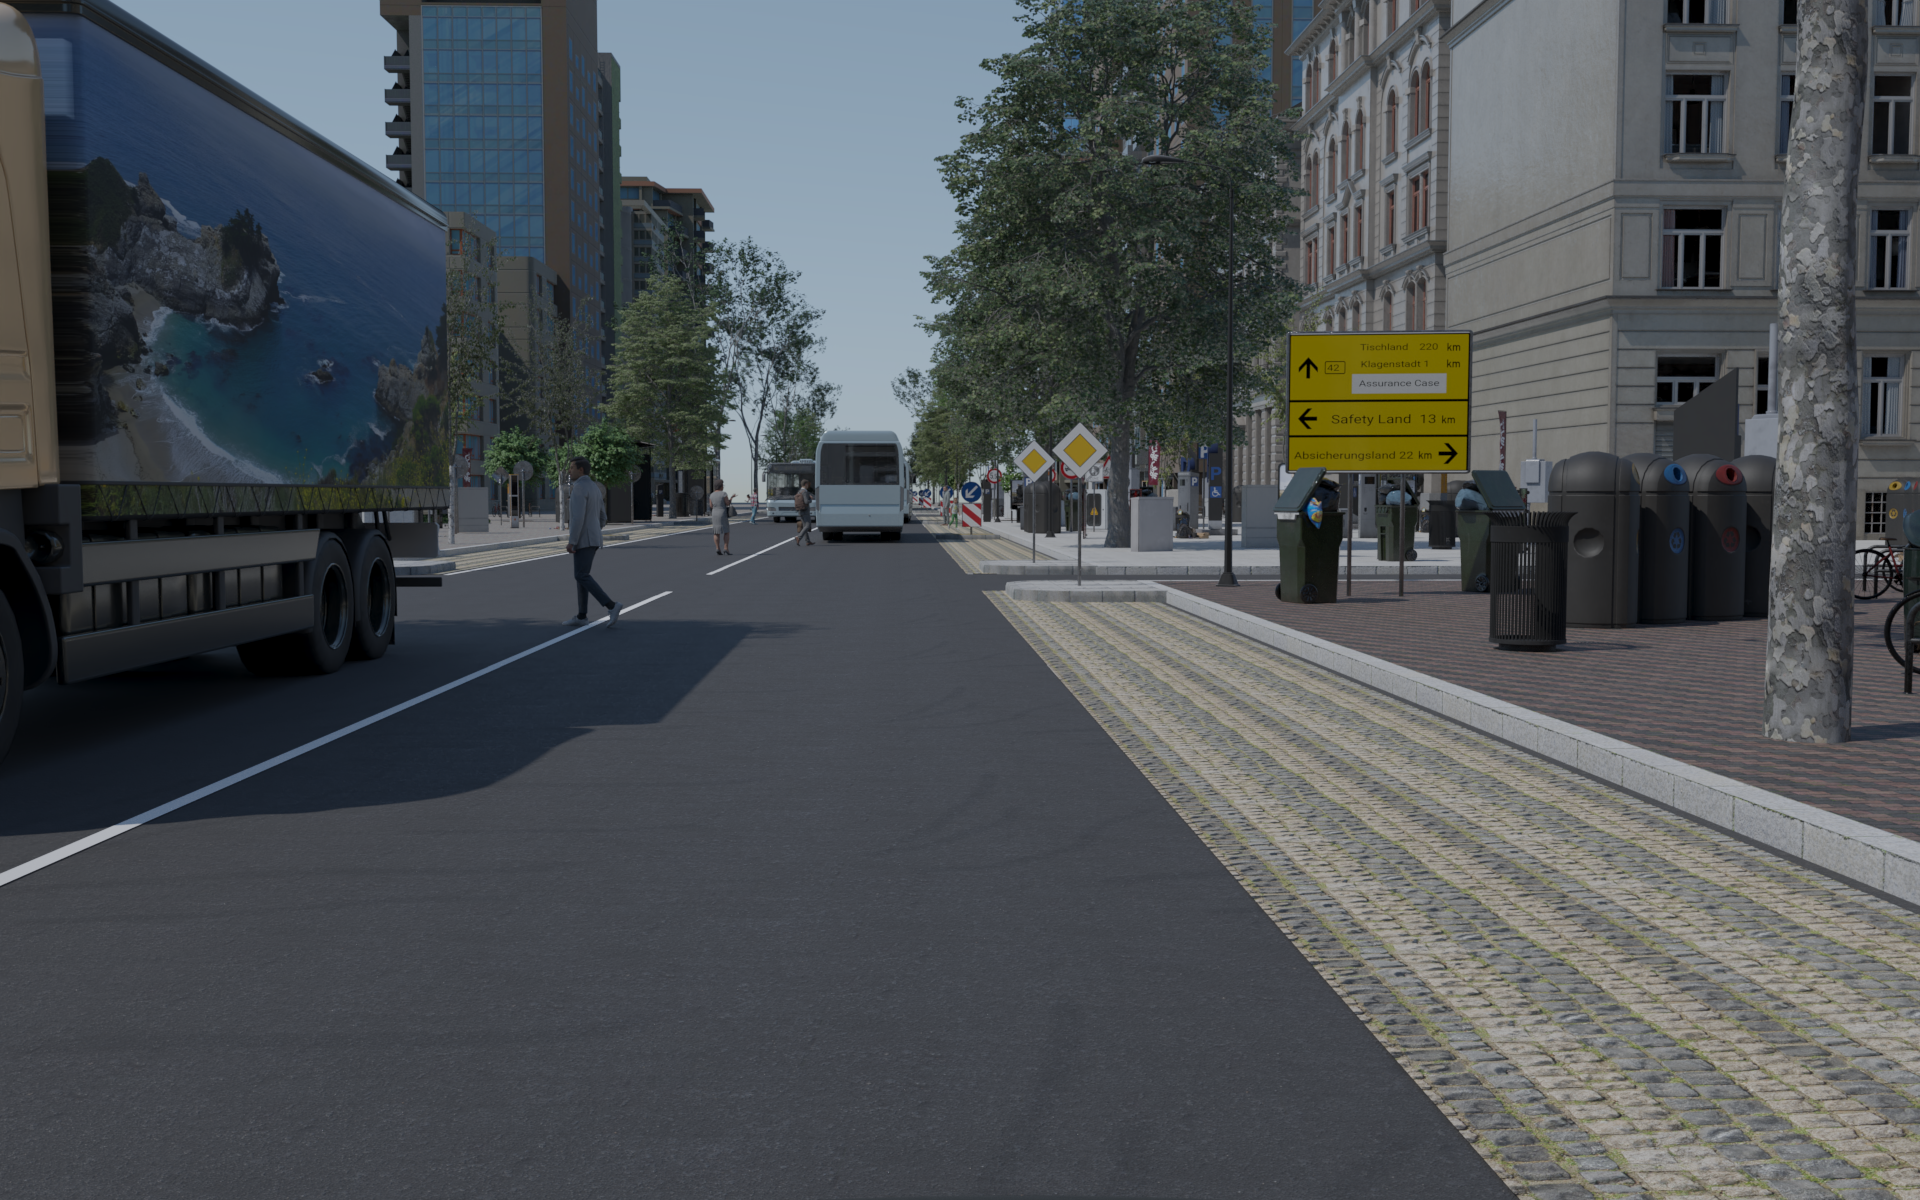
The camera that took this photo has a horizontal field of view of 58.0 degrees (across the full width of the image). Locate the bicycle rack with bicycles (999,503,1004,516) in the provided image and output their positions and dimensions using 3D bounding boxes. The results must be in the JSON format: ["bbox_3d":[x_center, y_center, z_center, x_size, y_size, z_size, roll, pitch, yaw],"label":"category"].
[{"bbox_3d":[3.383,-5.377,101.288,2.925,0.926,2.852,0,4,-8],"label":"bicycle rack with bicycles"}]

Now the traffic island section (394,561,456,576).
[{"bbox_3d":[-10.489,-0.581,31.775,2.009,0.180,2.903,0,4,-2],"label":"traffic island section"}]

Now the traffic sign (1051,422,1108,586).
[{"bbox_3d":[1.666,-1.254,24.149,0.795,2.450,0.064,0,4,-2],"label":"traffic sign"}]

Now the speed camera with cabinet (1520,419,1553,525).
[{"bbox_3d":[15.825,-3.129,45.493,2.038,3.252,0.660,3,4,38],"label":"speed camera with cabinet"}]

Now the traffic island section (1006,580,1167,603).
[{"bbox_3d":[1.689,-0.119,24.227,2.009,0.180,2.903,0,4,-2],"label":"traffic island section"}]

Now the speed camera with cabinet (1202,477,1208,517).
[{"bbox_3d":[13.962,-6.293,97.221,0.660,3.252,2.038,1,4,13],"label":"speed camera with cabinet"}]

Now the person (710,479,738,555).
[{"bbox_3d":[-5.498,-1.944,40.641,0.716,1.782,0.532,2,4,27],"label":"person"}]

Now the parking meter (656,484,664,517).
[{"bbox_3d":[-16.866,-5.599,97.255,0.399,1.863,0.255,-2,4,-32],"label":"parking meter"}]

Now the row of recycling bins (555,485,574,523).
[{"bbox_3d":[-17.522,-4.310,77.587,1.069,1.692,3.534,-1,4,-21],"label":"row of recycling bins"}]

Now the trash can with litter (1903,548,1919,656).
[{"bbox_3d":[7.869,-0.145,13.766,0.624,1.170,1.055,1,4,20],"label":"trash can with litter"}]

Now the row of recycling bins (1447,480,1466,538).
[{"bbox_3d":[15.299,-2.780,52.571,1.069,1.692,3.534,1,4,23],"label":"row of recycling bins"}]

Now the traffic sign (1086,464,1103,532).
[{"bbox_3d":[4.522,-3.441,58.382,0.606,2.300,0.079,0,4,-2],"label":"traffic sign"}]

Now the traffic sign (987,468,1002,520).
[{"bbox_3d":[1.687,-5.170,84.630,0.768,2.556,0.104,0,4,5],"label":"traffic sign"}]

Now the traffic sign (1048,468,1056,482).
[{"bbox_3d":[4.181,-5.023,82.236,0.768,2.556,0.104,0,4,-1],"label":"traffic sign"}]

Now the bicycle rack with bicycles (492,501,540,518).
[{"bbox_3d":[-24.376,-5.022,95.494,2.852,0.926,2.925,-2,4,-27],"label":"bicycle rack with bicycles"}]

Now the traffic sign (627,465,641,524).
[{"bbox_3d":[-14.077,-4.541,74.350,0.768,2.556,0.104,0,4,1],"label":"traffic sign"}]

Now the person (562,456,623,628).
[{"bbox_3d":[-3.974,-0.635,18.722,0.795,1.843,0.661,1,4,13],"label":"person"}]

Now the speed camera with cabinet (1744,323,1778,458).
[{"bbox_3d":[8.890,-1.553,19.735,2.038,3.252,0.660,-2,4,-23],"label":"speed camera with cabinet"}]

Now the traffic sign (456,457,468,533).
[{"bbox_3d":[-16.514,-3.471,56.851,0.768,2.556,0.104,0,4,1],"label":"traffic sign"}]

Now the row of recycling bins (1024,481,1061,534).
[{"bbox_3d":[2.680,-3.081,57.485,1.069,1.692,3.534,0,4,-5],"label":"row of recycling bins"}]

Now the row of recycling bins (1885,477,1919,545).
[{"bbox_3d":[22.457,-2.028,40.264,1.069,1.692,3.534,1,4,14],"label":"row of recycling bins"}]

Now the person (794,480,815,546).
[{"bbox_3d":[-4.332,-2.414,47.935,0.822,1.834,0.622,-3,5,-42],"label":"person"}]

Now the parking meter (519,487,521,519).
[{"bbox_3d":[-23.265,-5.206,90.824,0.399,1.863,0.255,-3,4,-36],"label":"parking meter"}]

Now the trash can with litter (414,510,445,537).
[{"bbox_3d":[-16.392,-2.542,52.625,1.678,1.210,2.233,-2,4,-23],"label":"trash can with litter"}]

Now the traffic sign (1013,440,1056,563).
[{"bbox_3d":[1.372,-1.742,32.129,0.795,2.450,0.064,0,4,-2],"label":"traffic sign"}]

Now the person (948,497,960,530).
[{"bbox_3d":[-0.242,-3.478,69.606,0.306,1.304,0.590,-3,5,-44],"label":"person"}]

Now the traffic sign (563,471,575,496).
[{"bbox_3d":[-17.013,-4.488,75.516,0.606,2.300,0.079,0,4,1],"label":"traffic sign"}]

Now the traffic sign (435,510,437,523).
[{"bbox_3d":[-15.436,-3.118,50.979,0.884,2.594,0.081,0,4,1],"label":"traffic sign"}]

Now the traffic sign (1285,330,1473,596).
[{"bbox_3d":[5.217,-1.700,21.666,2.265,3.308,0.079,0,4,7],"label":"traffic sign"}]

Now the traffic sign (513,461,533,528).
[{"bbox_3d":[-16.701,-4.045,66.242,0.768,2.556,0.104,0,4,1],"label":"traffic sign"}]

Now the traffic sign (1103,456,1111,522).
[{"bbox_3d":[5.035,-3.582,58.567,0.884,2.594,0.081,0,4,-1],"label":"traffic sign"}]

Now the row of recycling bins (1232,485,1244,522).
[{"bbox_3d":[13.883,-4.422,79.419,3.534,1.692,1.069,-2,4,-33],"label":"row of recycling bins"}]

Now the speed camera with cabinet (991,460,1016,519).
[{"bbox_3d":[2.402,-5.792,89.042,2.038,3.252,0.660,3,4,39],"label":"speed camera with cabinet"}]

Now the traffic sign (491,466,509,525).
[{"bbox_3d":[-18.751,-4.255,70.749,0.795,2.450,0.064,0,4,5],"label":"traffic sign"}]

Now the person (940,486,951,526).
[{"bbox_3d":[-0.618,-4.251,78.099,0.391,1.810,0.635,-1,4,-22],"label":"person"}]

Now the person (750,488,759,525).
[{"bbox_3d":[-9.670,-4.402,81.310,0.643,1.720,0.563,-2,4,-34],"label":"person"}]

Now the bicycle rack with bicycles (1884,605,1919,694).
[{"bbox_3d":[7.336,0.141,11.077,2.852,0.926,2.925,-2,4,-33],"label":"bicycle rack with bicycles"}]

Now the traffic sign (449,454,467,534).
[{"bbox_3d":[-16.157,-3.383,55.421,0.768,2.556,0.104,0,4,0],"label":"traffic sign"}]

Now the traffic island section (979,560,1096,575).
[{"bbox_3d":[1.395,-0.607,32.207,2.009,0.180,2.903,0,4,-2],"label":"traffic island section"}]

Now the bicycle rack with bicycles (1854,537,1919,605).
[{"bbox_3d":[12.465,-0.494,21.459,2.925,0.926,2.852,2,4,25],"label":"bicycle rack with bicycles"}]

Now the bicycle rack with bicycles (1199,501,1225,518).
[{"bbox_3d":[13.855,-4.924,93.894,2.852,0.926,2.925,0,4,-6],"label":"bicycle rack with bicycles"}]

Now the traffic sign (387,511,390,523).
[{"bbox_3d":[-10.465,-1.717,31.714,0.795,2.450,0.064,0,4,-2],"label":"traffic sign"}]

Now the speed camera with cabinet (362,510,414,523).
[{"bbox_3d":[-13.188,-2.690,38.324,2.038,3.252,0.660,-3,5,-41],"label":"speed camera with cabinet"}]

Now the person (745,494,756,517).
[{"bbox_3d":[-13.062,-5.907,108.269,0.628,1.438,0.799,1,4,10],"label":"person"}]

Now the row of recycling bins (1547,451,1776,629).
[{"bbox_3d":[7.234,-0.641,17.590,3.534,1.692,1.069,-2,4,-33],"label":"row of recycling bins"}]

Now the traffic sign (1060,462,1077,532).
[{"bbox_3d":[3.775,-3.581,58.655,0.768,2.556,0.104,0,4,5],"label":"traffic sign"}]

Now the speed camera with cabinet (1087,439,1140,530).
[{"bbox_3d":[5.447,-4.153,62.239,2.038,3.252,0.660,3,5,39],"label":"speed camera with cabinet"}]

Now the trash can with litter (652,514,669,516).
[{"bbox_3d":[-18.029,-5.494,100.890,2.233,1.210,1.678,-1,4,-19],"label":"trash can with litter"}]

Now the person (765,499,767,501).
[{"bbox_3d":[-11.770,-6.137,109.666,1.217,1.723,0.721,-1,4,-14],"label":"person"}]

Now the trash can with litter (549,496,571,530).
[{"bbox_3d":[-14.242,-3.197,63.322,1.678,1.210,2.233,-2,4,-30],"label":"trash can with litter"}]
